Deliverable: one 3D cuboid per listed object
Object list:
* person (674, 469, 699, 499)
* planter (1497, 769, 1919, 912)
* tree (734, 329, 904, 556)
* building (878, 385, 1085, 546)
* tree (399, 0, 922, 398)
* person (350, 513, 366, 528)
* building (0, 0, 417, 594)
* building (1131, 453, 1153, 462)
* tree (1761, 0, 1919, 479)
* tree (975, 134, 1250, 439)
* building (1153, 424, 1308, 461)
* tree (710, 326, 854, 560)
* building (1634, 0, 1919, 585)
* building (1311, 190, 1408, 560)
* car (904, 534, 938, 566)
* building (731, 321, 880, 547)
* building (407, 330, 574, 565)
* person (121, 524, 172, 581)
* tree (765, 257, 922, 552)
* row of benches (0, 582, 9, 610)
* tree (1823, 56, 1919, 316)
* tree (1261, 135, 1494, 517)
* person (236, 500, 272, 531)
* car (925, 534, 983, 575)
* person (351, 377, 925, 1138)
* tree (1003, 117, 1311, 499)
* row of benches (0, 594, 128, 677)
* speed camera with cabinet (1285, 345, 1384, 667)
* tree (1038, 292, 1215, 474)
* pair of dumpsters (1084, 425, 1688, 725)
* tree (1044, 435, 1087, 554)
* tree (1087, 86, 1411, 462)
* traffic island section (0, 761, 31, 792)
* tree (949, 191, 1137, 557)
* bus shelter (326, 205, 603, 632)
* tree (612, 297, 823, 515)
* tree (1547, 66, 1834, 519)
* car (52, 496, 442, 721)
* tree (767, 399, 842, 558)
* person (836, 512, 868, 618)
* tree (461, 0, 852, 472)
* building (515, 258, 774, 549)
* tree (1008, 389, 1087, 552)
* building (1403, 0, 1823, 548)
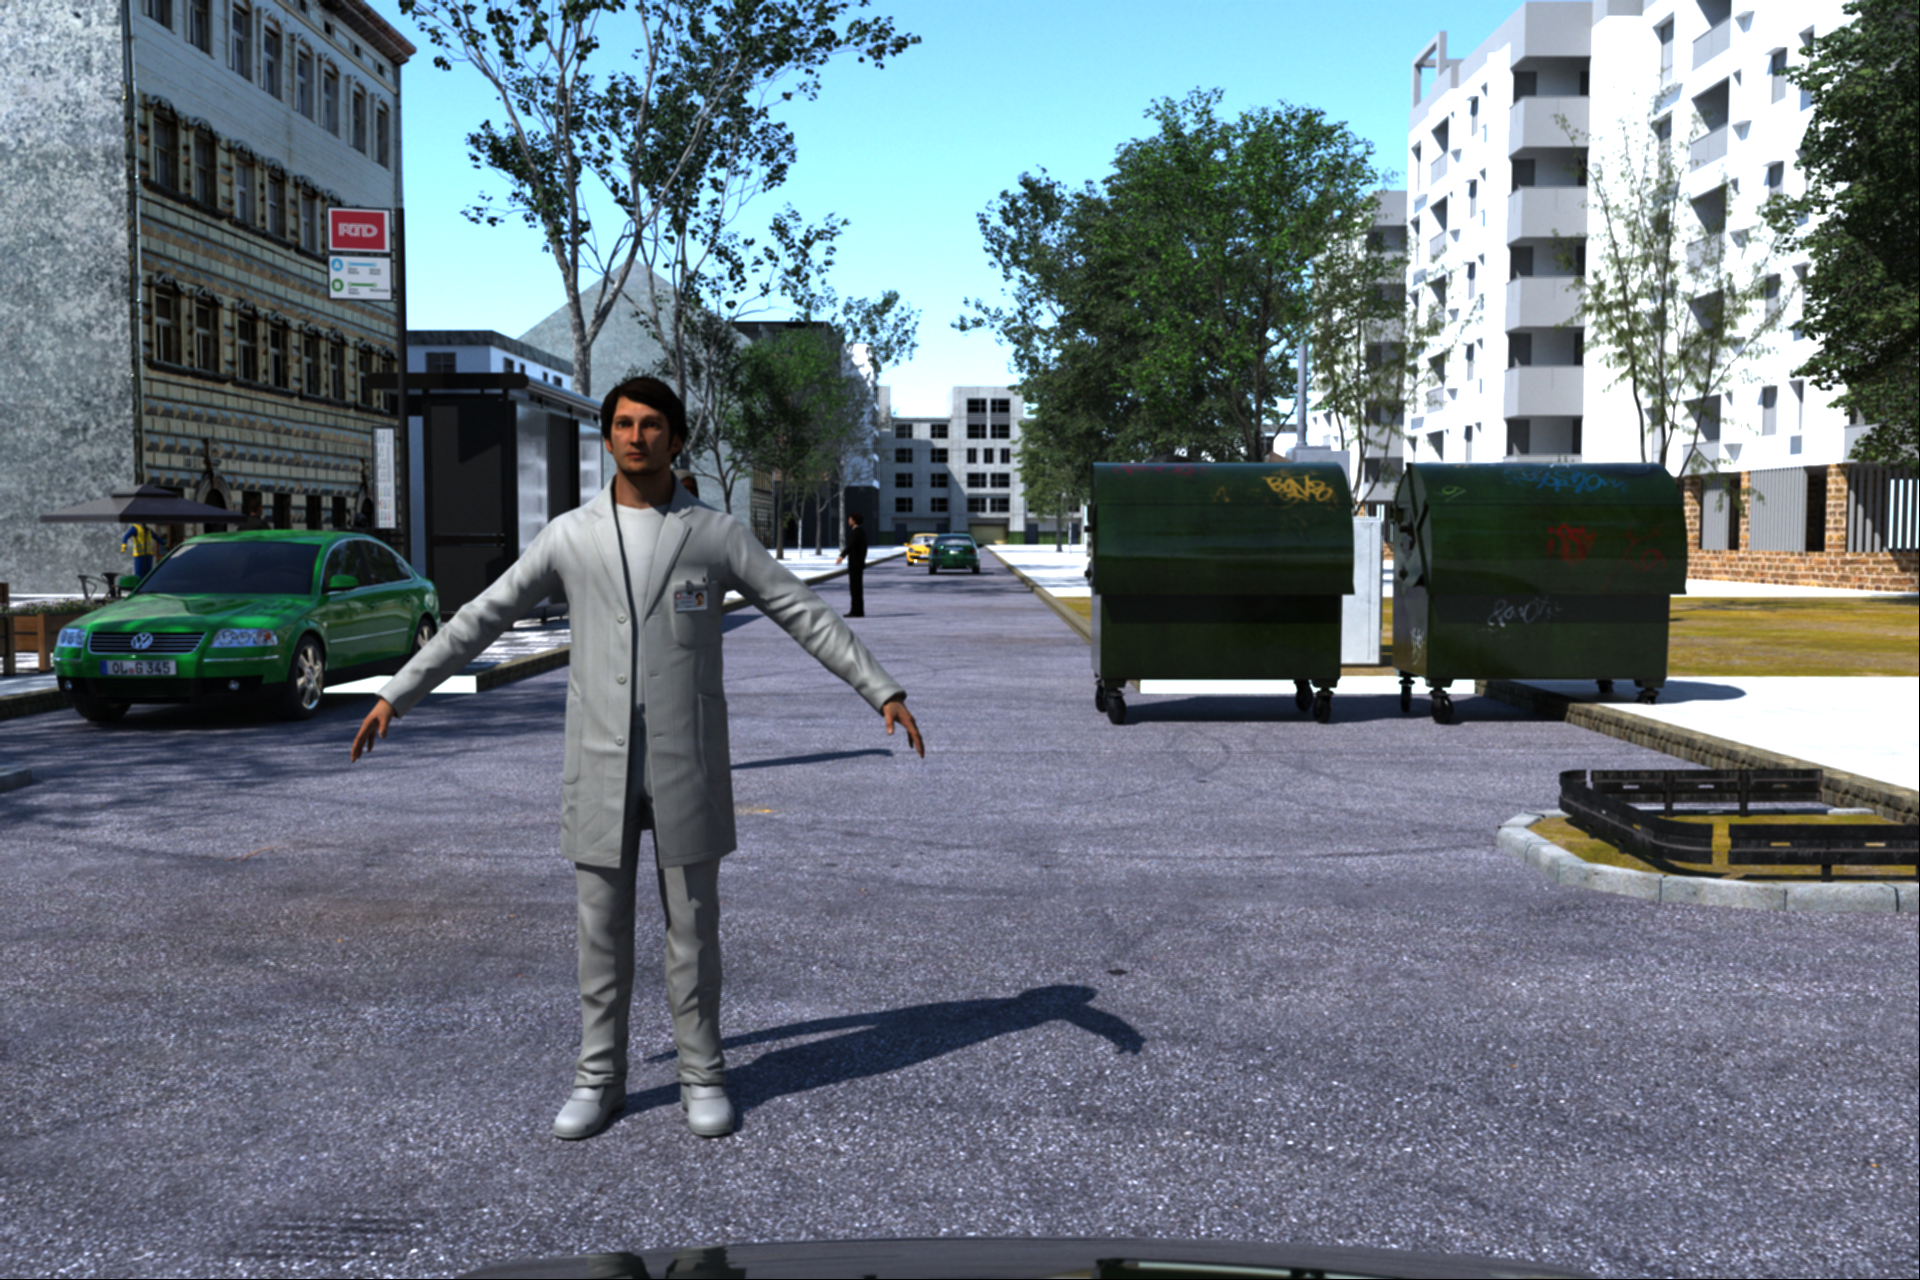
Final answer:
[{"bbox_3d":[-1.632,-0.102,10.246,1.348,1.813,0.705,-2,4,-35],"label":"person"},{"bbox_3d":[3.454,0.831,7.558,1.991,0.319,1.994,0,4,1],"label":"planter"},{"bbox_3d":[-8.305,-11.784,103.044,12.009,13.543,11.850,0,3,0],"label":"tree"},{"bbox_3d":[-1.305,-21.048,213.046,31.486,18.905,16.747,0,4,-3],"label":"building"},{"bbox_3d":[-7.116,-11.148,38.161,12.611,20.169,13.585,0,3,0],"label":"tree"},{"bbox_3d":[-16.169,-2.506,46.737,0.705,1.858,1.354,0,4,-2],"label":"person"},{"bbox_3d":[-26.629,-13.100,45.109,19.493,23.208,18.063,0,3,0],"label":"building"},{"bbox_3d":[21.899,-14.432,178.113,9.099,9.664,28.070,0,3,0],"label":"building"},{"bbox_3d":[18.589,-7.490,29.115,9.857,13.997,8.962,0,3,0],"label":"tree"},{"bbox_3d":[7.911,-13.742,80.571,12.611,20.169,13.585,0,3,0],"label":"tree"},{"bbox_3d":[22.032,-12.456,145.804,9.099,9.664,28.070,0,4,1],"label":"building"},{"bbox_3d":[-8.841,-9.802,86.014,9.928,11.665,9.643,0,3,0],"label":"tree"},{"bbox_3d":[25.558,-11.875,50.573,16.016,20.090,11.380,0,3,0],"label":"building"},{"bbox_3d":[24.905,-14.690,96.599,16.016,20.090,11.380,0,3,0],"label":"building"},{"bbox_3d":[-1.517,-4.183,78.616,2.015,1.641,3.980,0,4,0],"label":"car"},{"bbox_3d":[-23.171,-20.709,182.562,27.936,21.610,32.646,0,3,0],"label":"building"},{"bbox_3d":[-23.548,-8.764,85.439,9.099,9.664,28.070,0,4,1],"label":"building"},{"bbox_3d":[-15.516,-1.624,33.016,0.721,1.772,1.216,1,4,19],"label":"person"},{"bbox_3d":[-9.740,-16.218,121.054,12.611,20.169,13.585,0,3,0],"label":"tree"},{"bbox_3d":[-15.416,-0.554,24.521,1.422,0.672,4.104,1,4,18],"label":"row of benches"},{"bbox_3d":[12.931,-5.117,18.082,7.601,10.594,8.767,0,4,5],"label":"tree"},{"bbox_3d":[7.419,-5.039,32.756,4.360,8.622,3.978,0,3,0],"label":"tree"},{"bbox_3d":[-10.810,-1.251,26.679,1.346,1.802,0.704,2,4,25],"label":"person"},{"bbox_3d":[-0.206,-3.119,62.786,2.131,1.459,4.920,0,4,0],"label":"car"},{"bbox_3d":[-0.762,0.272,4.191,1.347,1.806,0.705,0,4,-3],"label":"person"},{"bbox_3d":[6.203,-8.988,53.612,9.857,13.997,8.962,0,3,0],"label":"tree"},{"bbox_3d":[-8.664,-0.062,16.481,1.422,0.672,4.104,1,4,12],"label":"row of benches"},{"bbox_3d":[3.773,-1.419,17.529,0.660,3.252,2.038,0,4,0],"label":"speed camera with cabinet"},{"bbox_3d":[6.495,-8.106,66.945,7.601,10.594,8.767,-1,4,-22],"label":"tree"},{"bbox_3d":[3.184,-0.522,13.486,4.436,2.255,1.574,0,4,1],"label":"pair of dumpsters"},{"bbox_3d":[6.766,-9.720,109.278,4.360,8.622,3.978,0,3,0],"label":"tree"},{"bbox_3d":[6.856,-7.000,40.212,9.928,11.665,9.643,0,3,0],"label":"tree"},{"bbox_3d":[-6.311,0.822,9.432,1.991,0.108,1.994,0,4,0],"label":"traffic island section"},{"bbox_3d":[6.252,-14.699,96.211,12.611,20.169,13.585,0,3,0],"label":"tree"},{"bbox_3d":[-6.665,-2.834,23.976,2.179,5.291,8.768,0,4,0],"label":"bus shelter"},{"bbox_3d":[-9.150,-8.189,68.297,8.767,10.594,7.601,-3,5,-41],"label":"tree"},{"bbox_3d":[11.273,-4.756,28.129,4.360,8.622,3.978,0,3,0],"label":"tree"},{"bbox_3d":[-5.858,-0.362,14.719,1.959,1.807,4.718,0,4,1],"label":"car"},{"bbox_3d":[-8.781,-8.759,93.578,4.360,8.622,3.978,0,3,0],"label":"tree"},{"bbox_3d":[-1.818,-1.298,29.865,0.705,1.806,1.347,1,4,15],"label":"person"},{"bbox_3d":[-9.784,-12.196,55.286,12.611,20.169,13.585,0,3,0],"label":"tree"},{"bbox_3d":[-25.986,-19.305,146.559,19.493,23.208,18.063,0,4,-1],"label":"building"},{"bbox_3d":[7.108,-12.373,120.432,7.486,12.596,7.792,0,3,0],"label":"tree"},{"bbox_3d":[22.628,-12.861,66.705,16.016,20.090,11.380,0,4,0],"label":"building"}]
